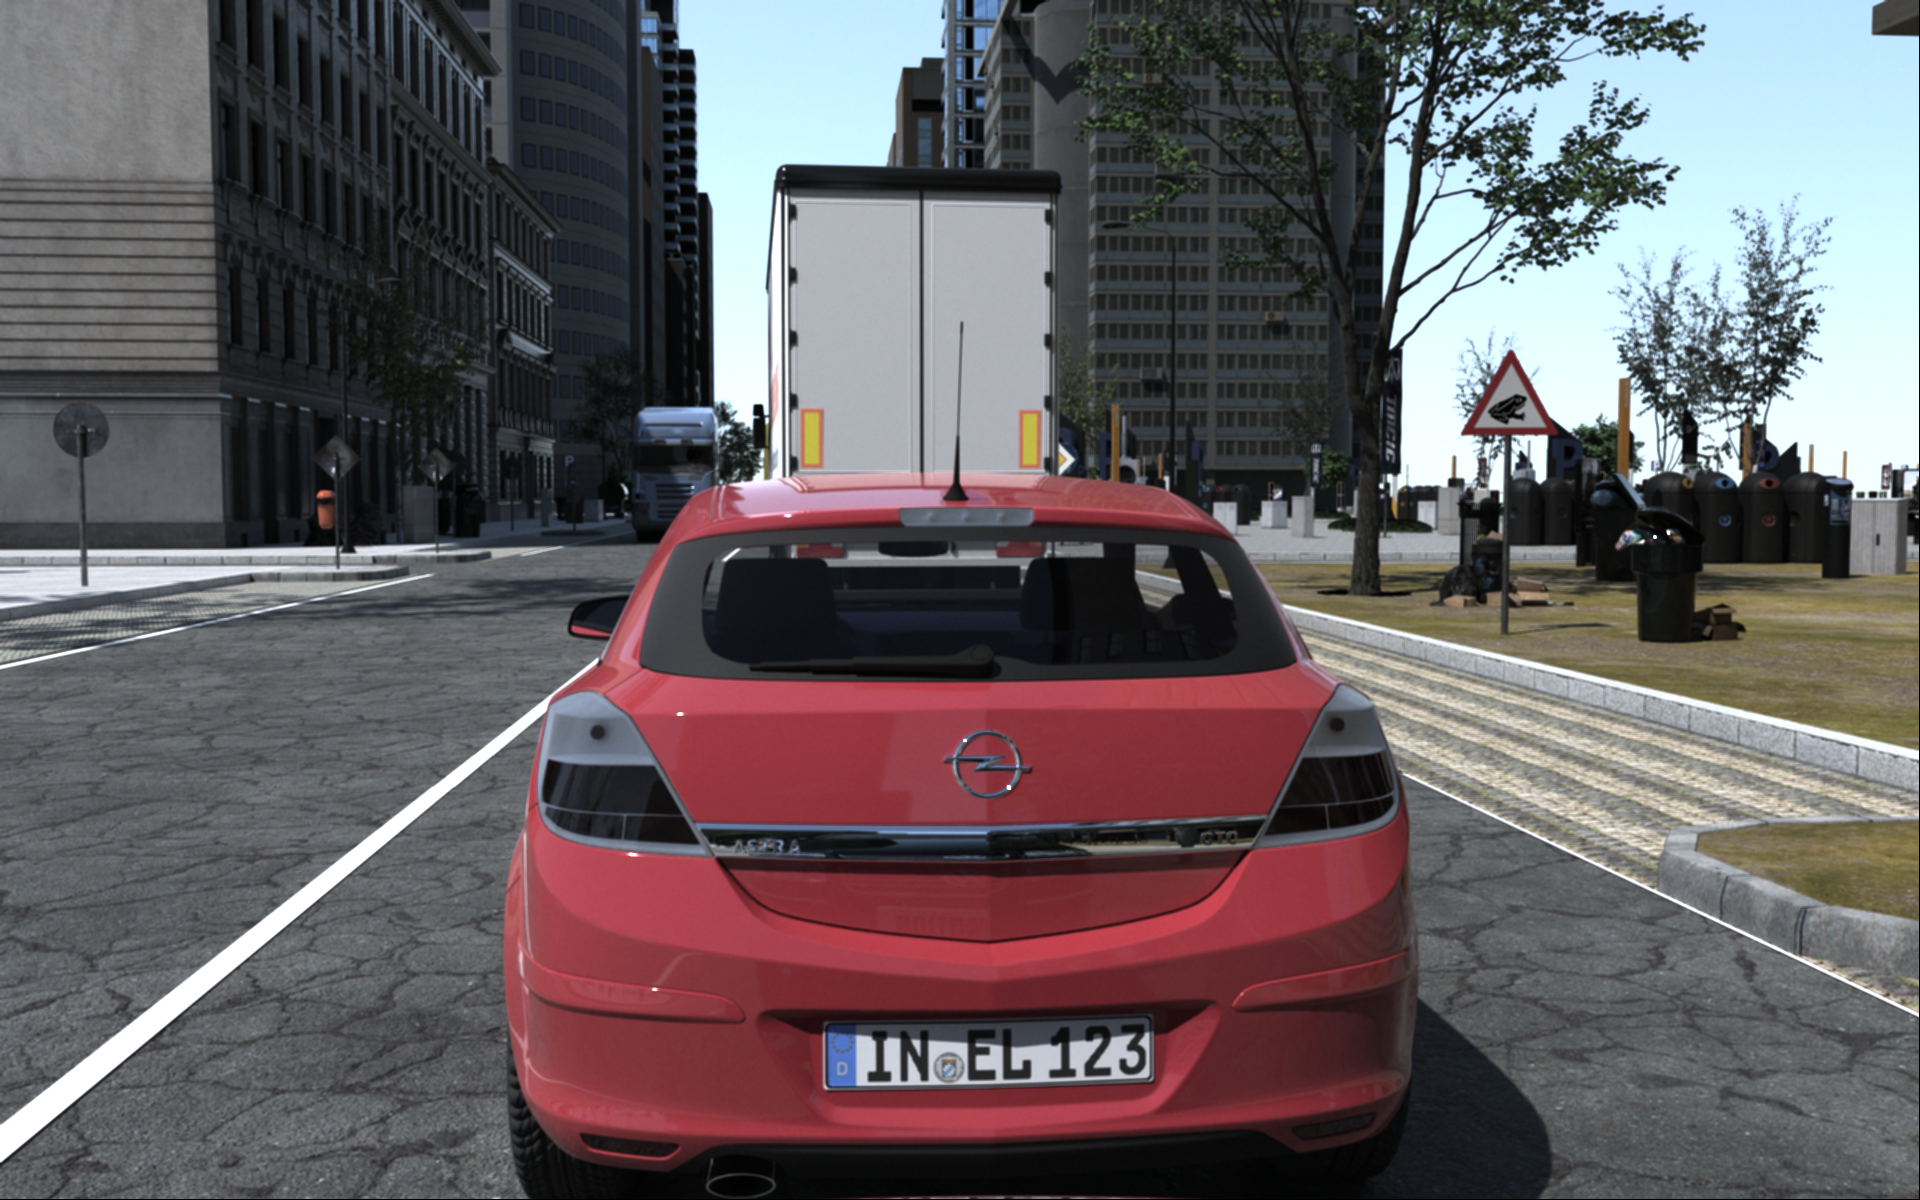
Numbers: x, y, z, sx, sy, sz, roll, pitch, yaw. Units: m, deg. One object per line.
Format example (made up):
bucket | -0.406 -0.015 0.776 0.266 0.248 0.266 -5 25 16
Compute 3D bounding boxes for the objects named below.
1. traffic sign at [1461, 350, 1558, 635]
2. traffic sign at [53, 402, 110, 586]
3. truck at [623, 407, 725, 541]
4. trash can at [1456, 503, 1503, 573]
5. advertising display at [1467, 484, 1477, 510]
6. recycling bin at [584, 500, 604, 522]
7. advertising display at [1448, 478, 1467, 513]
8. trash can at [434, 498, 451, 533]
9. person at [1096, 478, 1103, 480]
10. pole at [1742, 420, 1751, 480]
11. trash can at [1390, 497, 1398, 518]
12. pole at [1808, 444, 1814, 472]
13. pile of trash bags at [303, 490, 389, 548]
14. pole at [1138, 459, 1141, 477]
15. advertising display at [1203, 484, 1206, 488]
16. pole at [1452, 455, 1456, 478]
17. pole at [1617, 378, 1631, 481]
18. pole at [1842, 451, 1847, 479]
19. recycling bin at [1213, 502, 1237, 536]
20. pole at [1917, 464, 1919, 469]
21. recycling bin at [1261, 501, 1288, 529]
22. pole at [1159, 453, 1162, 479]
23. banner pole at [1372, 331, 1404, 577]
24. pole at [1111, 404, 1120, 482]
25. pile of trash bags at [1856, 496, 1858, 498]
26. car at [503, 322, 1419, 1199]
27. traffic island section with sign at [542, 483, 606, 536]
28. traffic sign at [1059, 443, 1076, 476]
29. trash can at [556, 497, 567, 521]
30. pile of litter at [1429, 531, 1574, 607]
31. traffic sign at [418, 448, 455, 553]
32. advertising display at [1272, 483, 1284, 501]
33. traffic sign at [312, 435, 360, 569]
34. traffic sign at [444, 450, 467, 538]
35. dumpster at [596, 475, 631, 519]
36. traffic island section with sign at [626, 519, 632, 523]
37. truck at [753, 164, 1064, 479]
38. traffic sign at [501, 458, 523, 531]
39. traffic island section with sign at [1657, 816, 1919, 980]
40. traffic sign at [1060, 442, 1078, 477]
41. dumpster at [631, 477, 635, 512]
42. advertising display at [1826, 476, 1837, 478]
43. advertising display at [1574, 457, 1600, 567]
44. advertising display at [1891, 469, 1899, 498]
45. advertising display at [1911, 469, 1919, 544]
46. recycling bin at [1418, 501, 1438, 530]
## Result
traffic sign | 4.963 -0.961 15.713 0.884 2.594 0.081 0 4 -2
traffic sign | -12.185 -1.464 24.035 0.768 2.556 0.104 0 4 -1
truck | -9.222 -4.261 59.429 2.967 4.110 18.799 0 4 -5
trash can | 8.467 -1.014 28.234 0.748 1.137 0.748 0 3 0
advertising display | 31.163 -6.168 106.061 0.974 1.923 0.123 1 4 11
recycling bin | -16.948 -4.135 80.161 0.722 1.027 0.722 0 4 7
advertising display | 19.949 -3.942 69.663 0.974 1.923 0.123 -3 5 -40
trash can | -17.028 -2.755 56.695 0.748 1.137 0.748 0 3 0
person | 2.818 -1.567 34.663 0.362 1.759 0.519 0 4 -4
pole | 21.548 -3.280 47.467 0.158 3.312 0.155 0 3 0
trash can | 22.254 -4.732 89.025 0.748 1.137 0.748 0 3 0
pole | 34.846 -4.717 70.967 0.158 3.312 0.155 0 3 0
pile of trash bags | -15.303 -2.021 42.801 1.912 1.369 3.447 0 4 -8
pole | 10.346 -6.510 100.285 0.158 3.312 0.155 0 3 0
advertising display | 15.198 -6.303 108.273 0.123 1.923 0.974 0 4 -7
pole | 26.100 -5.977 91.562 0.158 3.312 0.155 0 3 0
pole | 11.693 -2.245 30.553 0.158 3.312 0.155 0 3 0
pole | 41.853 -5.391 81.991 0.158 3.312 0.155 0 3 0
recycling bin | 8.197 -2.508 53.560 0.722 1.027 0.722 0 4 7
pole | 64.031 -7.459 115.799 0.158 3.312 0.155 0 3 0
recycling bin | 11.697 -3.173 64.435 0.722 1.027 0.722 -1 4 -22
pole | 10.019 -5.678 86.681 0.158 3.312 0.155 0 3 0
banner pole | 6.496 -2.234 26.535 0.401 3.779 0.863 -2 4 -25
pole | 3.531 -2.783 39.346 0.158 3.312 0.155 0 3 0
pile of trash bags | 34.219 -3.404 65.416 3.447 1.369 1.912 0 4 -5
car | -0.117 0.245 5.041 2.155 1.783 4.494 0 4 -4
traffic island section with sign | -13.323 -3.134 59.868 1.989 1.847 2.006 0 4 -5
traffic sign | 1.642 -1.645 30.541 0.795 2.450 0.064 0 4 -5
trash can | -19.178 -4.412 83.787 0.748 1.137 0.748 0 3 0
pile of litter | 6.279 -0.371 20.024 1.719 0.858 1.176 0 4 7
traffic sign | -11.311 -2.067 37.434 0.795 2.450 0.064 0 4 -5
advertising display | 19.035 -6.020 103.643 0.123 1.923 0.974 -2 4 -28
traffic sign | -10.606 -1.580 29.480 0.795 2.450 0.064 0 4 -5
traffic sign | -14.683 -3.066 50.233 0.768 2.556 0.104 0 4 5
dumpster | -18.064 -5.347 89.921 1.502 2.255 1.985 0 4 -5
traffic island section with sign | -15.735 -4.803 87.161 1.989 1.847 2.006 0 4 -5
truck | -1.008 -1.928 20.440 2.839 4.237 11.283 0 4 -7
traffic sign | -15.638 -3.690 60.444 0.768 2.556 0.104 0 4 0
traffic island section with sign | 3.532 0.171 5.832 1.989 1.847 2.006 0 4 -5
traffic sign | 2.527 -2.612 42.805 0.768 2.556 0.104 0 4 -2
dumpster | -18.720 -5.779 96.988 1.502 2.255 1.985 0 4 -5
advertising display | 30.888 -3.444 61.522 0.123 1.923 0.974 0 4 7
advertising display | 11.148 -1.565 30.799 0.123 1.923 0.974 3 4 38
advertising display | 24.648 -2.462 45.466 0.123 1.923 0.974 3 5 43
advertising display | 24.479 -2.374 44.025 0.974 1.923 0.123 2 4 33
recycling bin | 16.834 -3.014 61.838 0.722 1.027 0.722 -3 5 -44
